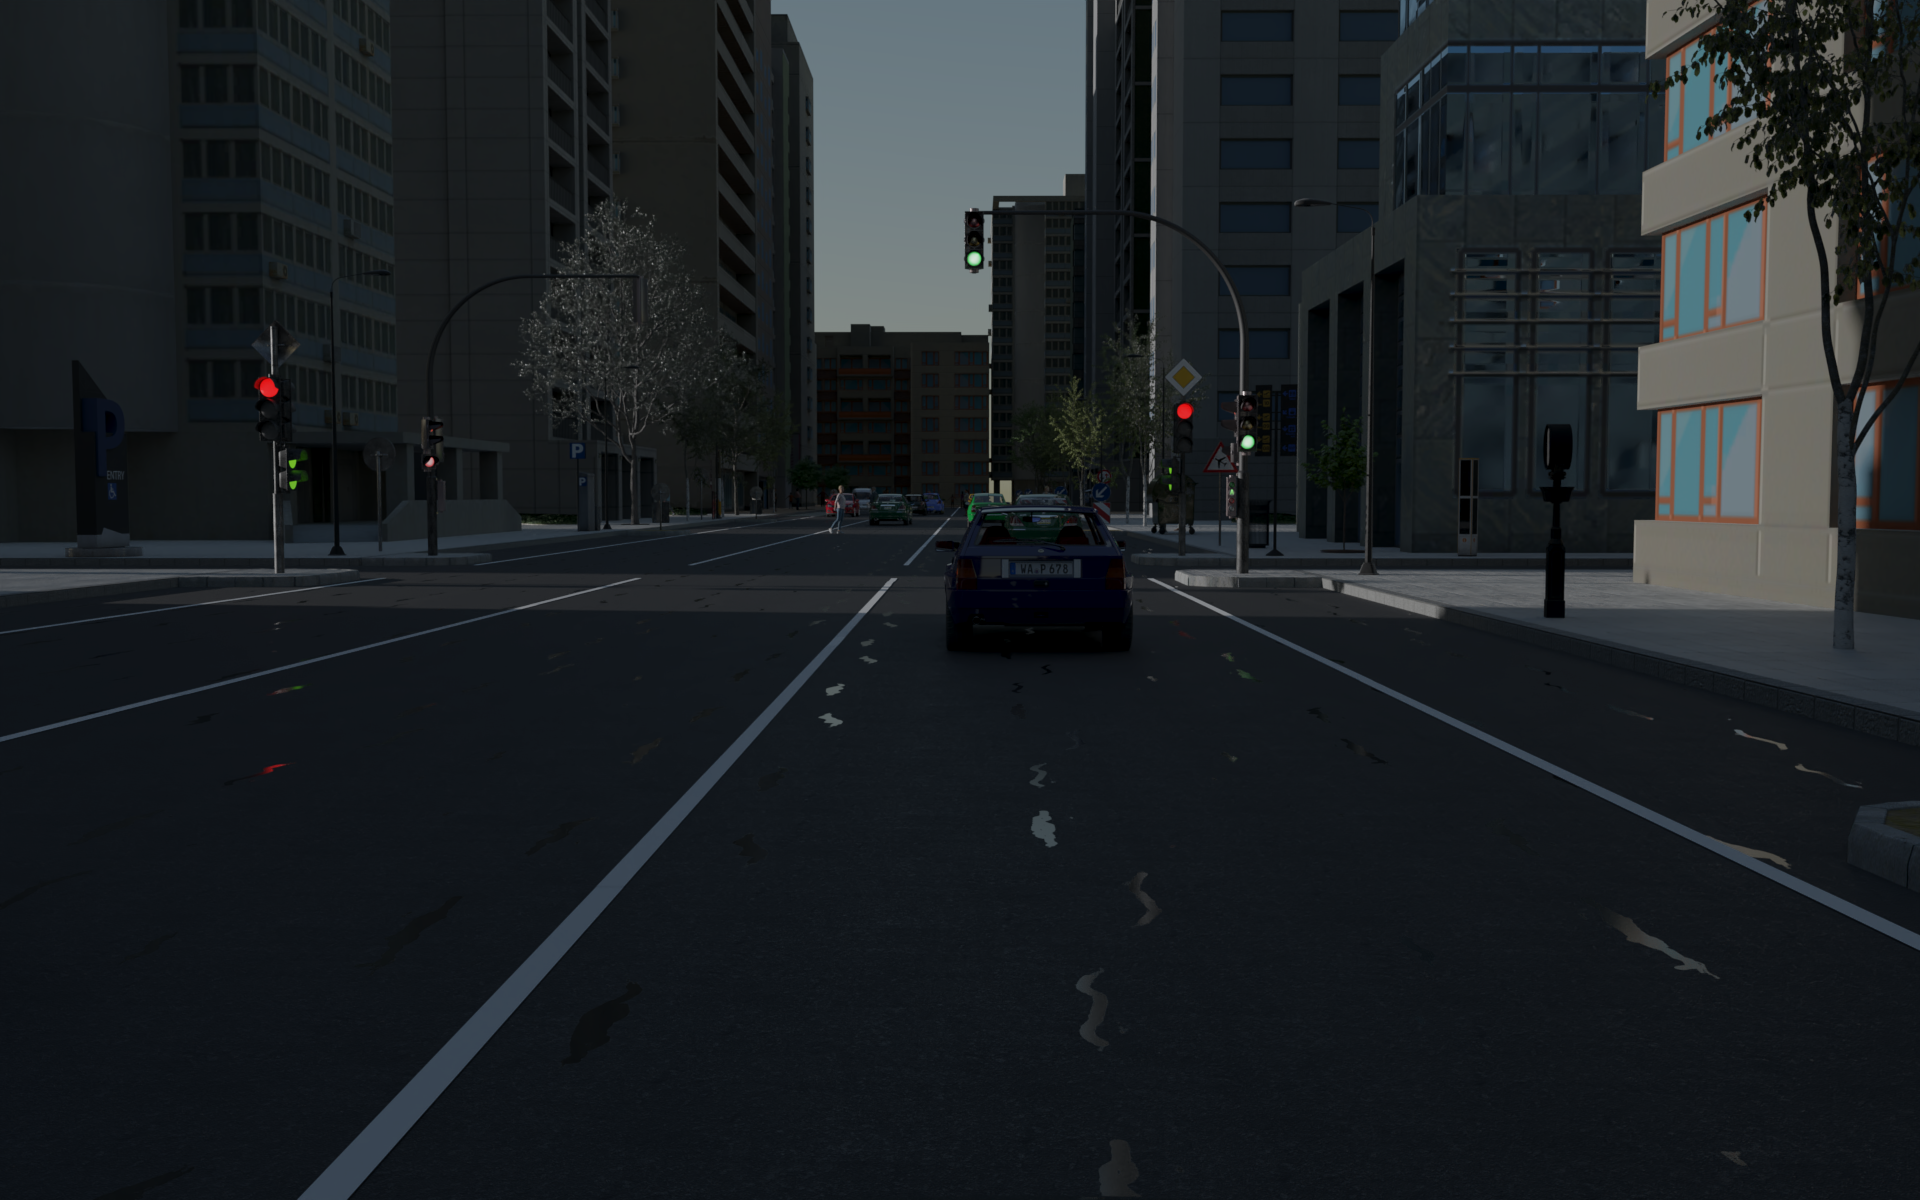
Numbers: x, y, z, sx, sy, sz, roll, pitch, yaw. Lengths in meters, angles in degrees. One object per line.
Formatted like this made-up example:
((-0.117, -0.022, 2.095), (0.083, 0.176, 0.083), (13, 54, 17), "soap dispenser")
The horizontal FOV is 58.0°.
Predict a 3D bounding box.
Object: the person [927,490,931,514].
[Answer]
((-2.231, -7.057, 124.813), (0.436, 1.711, 0.756), (-2, 4, -24), "person")

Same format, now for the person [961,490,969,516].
((0.341, -6.418, 114.224), (0.721, 1.735, 1.217), (-1, 4, -20), "person")

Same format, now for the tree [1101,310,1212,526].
((7.578, -7.253, 68.949), (4.360, 8.622, 3.978), (0, 3, 0), "tree")

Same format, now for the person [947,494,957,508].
((-0.758, -9.924, 174.011), (1.065, 1.426, 0.557), (1, 4, 10), "person")

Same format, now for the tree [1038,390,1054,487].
((7.469, -9.531, 106.188), (4.737, 8.622, 4.395), (0, 3, 0), "tree")

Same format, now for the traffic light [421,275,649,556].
((-8.875, -3.751, 35.994), (4.771, 5.953, 1.251), (0, 4, 0), "traffic light")

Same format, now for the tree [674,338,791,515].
((-13.792, -10.390, 104.282), (7.601, 10.594, 8.767), (-2, 4, -27), "tree")

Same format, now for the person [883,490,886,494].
((-6.309, -8.111, 141.833), (0.721, 1.743, 1.217), (-1, 4, -21), "person")

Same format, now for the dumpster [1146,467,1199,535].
((6.812, -3.243, 55.520), (1.502, 2.255, 1.985), (0, 4, 0), "dumpster")

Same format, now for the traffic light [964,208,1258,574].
((2.447, -3.248, 27.771), (4.771, 5.953, 1.251), (0, 4, 0), "traffic light")

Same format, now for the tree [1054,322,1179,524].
((7.452, -7.649, 75.421), (4.737, 8.622, 4.395), (0, 3, 0), "tree")

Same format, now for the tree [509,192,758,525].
((-13.652, -9.859, 71.565), (12.009, 13.543, 11.850), (0, 3, 0), "tree")

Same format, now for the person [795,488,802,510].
((-12.817, -8.002, 137.578), (0.721, 1.736, 1.217), (-2, 4, -27), "person")

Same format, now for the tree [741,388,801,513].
((-13.045, -10.306, 118.868), (4.737, 8.622, 4.395), (0, 3, 0), "tree")

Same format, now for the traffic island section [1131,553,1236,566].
((4.634, -0.839, 35.997), (2.009, 0.180, 2.903), (0, 4, 0), "traffic island section")

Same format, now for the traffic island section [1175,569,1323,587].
((4.580, -0.351, 28.012), (2.009, 0.180, 2.903), (0, 4, 0), "traffic island section")

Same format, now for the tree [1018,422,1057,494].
((7.904, -13.659, 173.682), (4.360, 8.622, 3.978), (0, 3, 0), "tree")

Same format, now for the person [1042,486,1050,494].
((3.725, -3.991, 74.110), (0.694, 1.780, 0.624), (-1, 4, -9), "person")

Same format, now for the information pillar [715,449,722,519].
((-12.695, -6.093, 90.974), (0.183, 3.616, 0.504), (-2, 4, -34), "information pillar")

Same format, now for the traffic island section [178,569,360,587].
((-11.061, -0.357, 28.123), (2.009, 0.180, 2.903), (0, 4, 0), "traffic island section")

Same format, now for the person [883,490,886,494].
((-7.195, -9.727, 167.553), (1.348, 1.823, 0.705), (-3, 4, -36), "person")

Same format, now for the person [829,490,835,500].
((-9.417, -7.297, 128.751), (0.756, 1.711, 0.436), (1, 4, 19), "person")

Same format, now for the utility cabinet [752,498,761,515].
((-12.576, -6.009, 106.928), (0.318, 1.500, 1.173), (-1, 4, -19), "utility cabinet")

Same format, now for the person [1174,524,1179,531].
((7.618, -3.335, 60.759), (0.466, 1.800, 0.511), (1, 4, 14), "person")

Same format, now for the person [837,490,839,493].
((-12.294, -10.230, 174.019), (1.217, 1.735, 0.721), (-1, 4, -22), "person")

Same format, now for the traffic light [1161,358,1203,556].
((4.594, -2.872, 35.883), (0.839, 4.253, 0.868), (0, 4, 0), "traffic light")

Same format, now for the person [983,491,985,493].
((2.584, -10.373, 178.785), (0.721, 1.739, 1.217), (-3, 4, -37), "person")

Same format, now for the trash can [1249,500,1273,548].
((7.034, -1.801, 41.102), (0.748, 1.137, 0.748), (0, 3, 0), "trash can")

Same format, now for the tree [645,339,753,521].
((-12.499, -7.979, 80.814), (4.360, 8.622, 3.978), (0, 3, 0), "tree")

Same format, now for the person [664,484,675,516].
((-17.040, -5.818, 101.023), (0.748, 1.841, 0.638), (1, 4, 14), "person")

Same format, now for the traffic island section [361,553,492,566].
((-11.007, -0.846, 36.108), (2.009, 0.180, 2.903), (0, 4, 0), "traffic island section")

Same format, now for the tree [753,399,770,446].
((-12.903, -8.864, 95.284), (4.360, 8.622, 3.978), (0, 3, 0), "tree")

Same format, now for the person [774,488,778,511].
((-13.683, -7.472, 128.932), (0.721, 1.735, 1.217), (0, 4, 0), "person")

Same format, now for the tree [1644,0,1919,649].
((7.321, -3.885, 13.882), (4.360, 8.622, 3.978), (0, 3, 0), "tree")

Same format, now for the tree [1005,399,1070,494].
((8.700, -16.084, 188.733), (9.928, 11.665, 9.643), (0, 3, 0), "tree")

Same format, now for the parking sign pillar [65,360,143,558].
((-17.633, -2.881, 35.572), (1.447, 3.967, 1.447), (0, 4, 2), "parking sign pillar")

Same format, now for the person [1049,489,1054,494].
((7.799, -8.659, 148.287), (0.551, 1.740, 0.621), (-3, 5, -45), "person")

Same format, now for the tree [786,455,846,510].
((-12.536, -9.694, 142.208), (4.285, 4.588, 4.351), (0, 3, 0), "tree")

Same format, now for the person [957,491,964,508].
((0.223, -10.374, 178.794), (1.217, 1.739, 0.721), (-1, 4, -19), "person")

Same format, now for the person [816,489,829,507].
((-13.603, -10.124, 171.525), (1.348, 1.831, 0.705), (1, 4, 17), "person")

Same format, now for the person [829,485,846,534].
((-4.458, -3.273, 62.689), (0.598, 1.740, 0.731), (0, 4, 6), "person")

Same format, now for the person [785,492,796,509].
((-14.637, -8.597, 149.857), (1.065, 1.426, 0.557), (0, 4, -8), "person")

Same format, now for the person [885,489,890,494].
((-5.437, -7.438, 130.067), (1.348, 1.831, 0.705), (-1, 4, -15), "person")

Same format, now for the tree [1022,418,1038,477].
((7.119, -10.293, 118.646), (4.737, 8.622, 4.395), (0, 3, 0), "tree")

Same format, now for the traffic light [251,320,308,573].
((-11.021, -2.389, 27.988), (0.839, 4.253, 0.868), (0, 4, 0), "traffic light")

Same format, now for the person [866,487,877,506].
((-4.366, -4.741, 86.186), (0.590, 1.801, 0.661), (-1, 4, -15), "person")

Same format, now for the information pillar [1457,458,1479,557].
((10.435, -1.900, 35.559), (0.304, 2.012, 0.304), (3, 5, 42), "information pillar")

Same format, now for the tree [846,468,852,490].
((-12.875, -12.125, 181.964), (4.285, 4.588, 4.351), (0, 3, 0), "tree")
